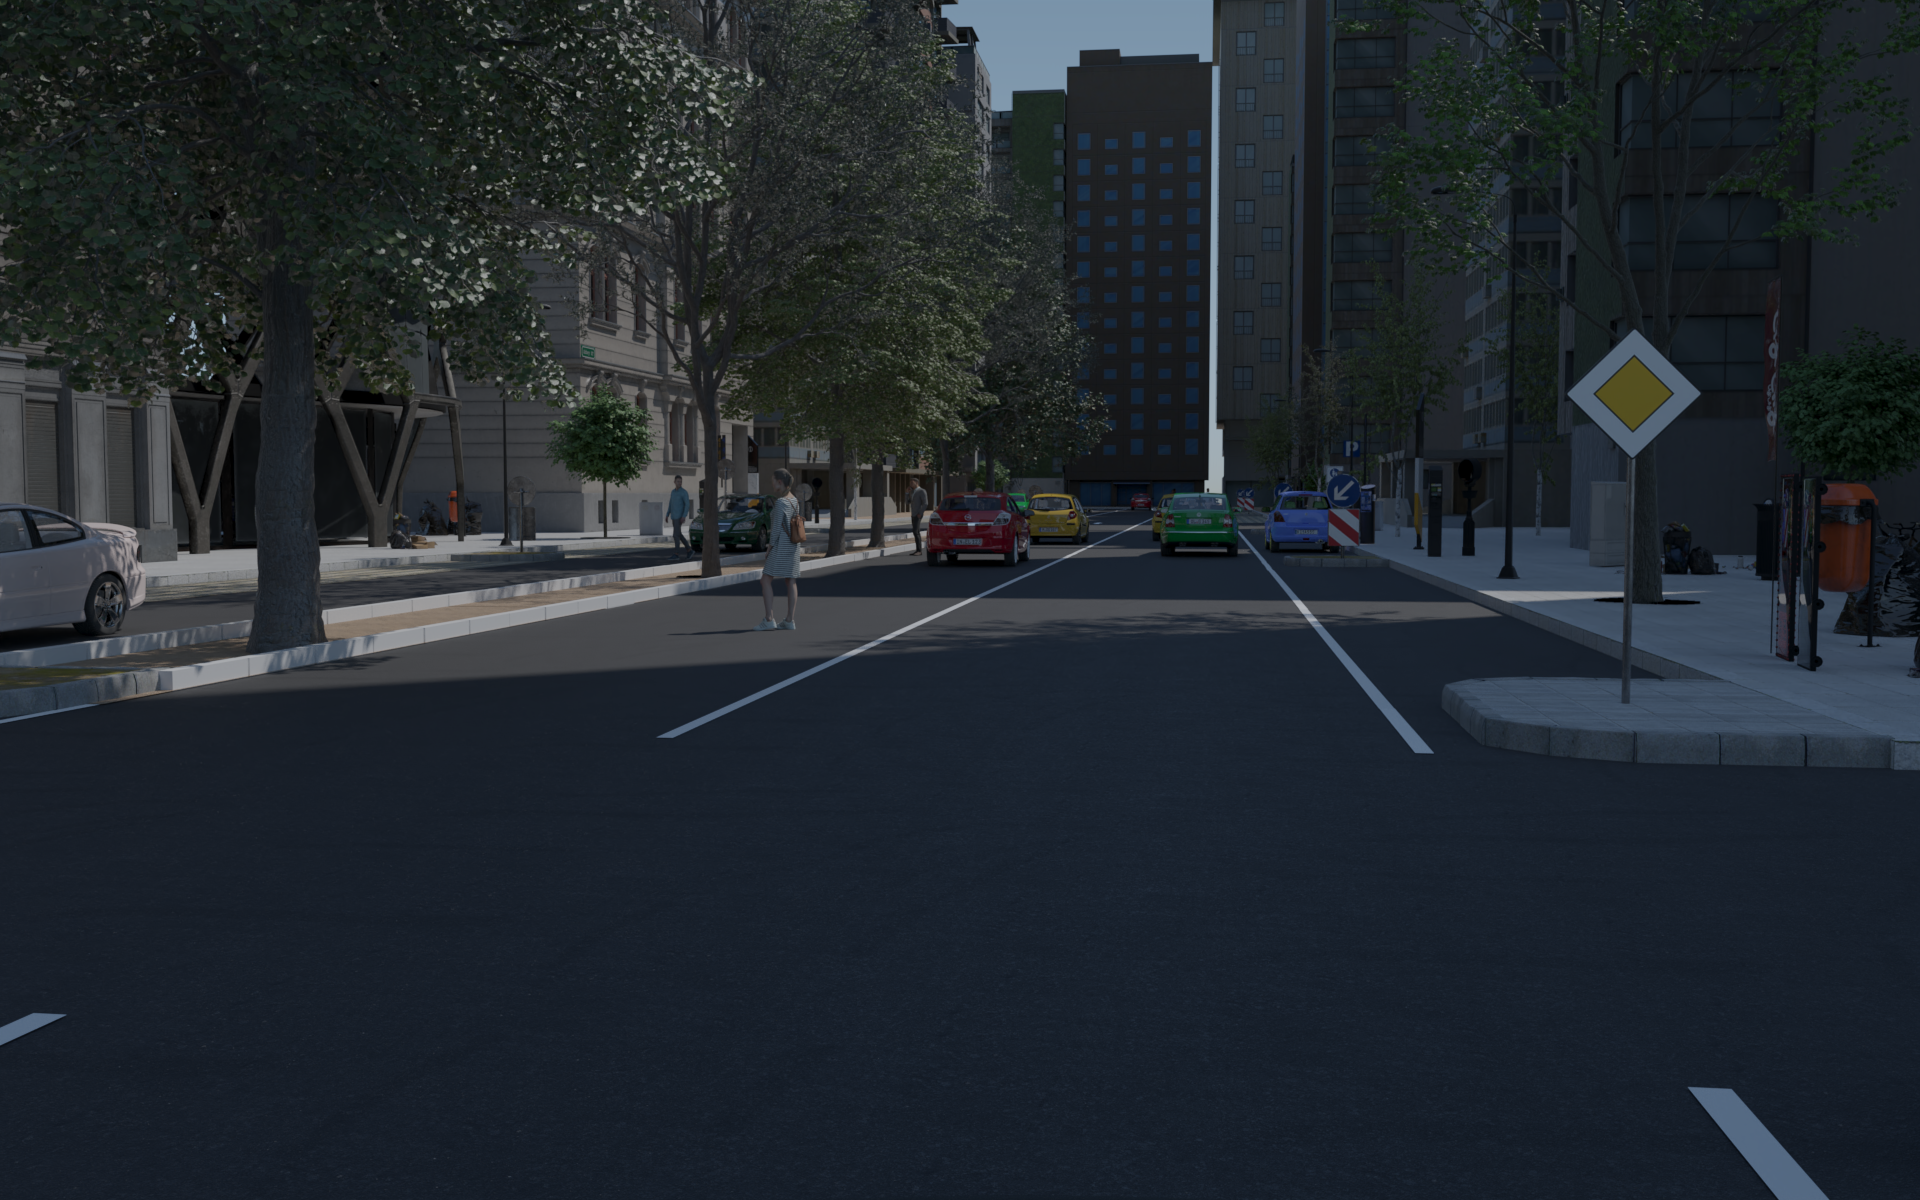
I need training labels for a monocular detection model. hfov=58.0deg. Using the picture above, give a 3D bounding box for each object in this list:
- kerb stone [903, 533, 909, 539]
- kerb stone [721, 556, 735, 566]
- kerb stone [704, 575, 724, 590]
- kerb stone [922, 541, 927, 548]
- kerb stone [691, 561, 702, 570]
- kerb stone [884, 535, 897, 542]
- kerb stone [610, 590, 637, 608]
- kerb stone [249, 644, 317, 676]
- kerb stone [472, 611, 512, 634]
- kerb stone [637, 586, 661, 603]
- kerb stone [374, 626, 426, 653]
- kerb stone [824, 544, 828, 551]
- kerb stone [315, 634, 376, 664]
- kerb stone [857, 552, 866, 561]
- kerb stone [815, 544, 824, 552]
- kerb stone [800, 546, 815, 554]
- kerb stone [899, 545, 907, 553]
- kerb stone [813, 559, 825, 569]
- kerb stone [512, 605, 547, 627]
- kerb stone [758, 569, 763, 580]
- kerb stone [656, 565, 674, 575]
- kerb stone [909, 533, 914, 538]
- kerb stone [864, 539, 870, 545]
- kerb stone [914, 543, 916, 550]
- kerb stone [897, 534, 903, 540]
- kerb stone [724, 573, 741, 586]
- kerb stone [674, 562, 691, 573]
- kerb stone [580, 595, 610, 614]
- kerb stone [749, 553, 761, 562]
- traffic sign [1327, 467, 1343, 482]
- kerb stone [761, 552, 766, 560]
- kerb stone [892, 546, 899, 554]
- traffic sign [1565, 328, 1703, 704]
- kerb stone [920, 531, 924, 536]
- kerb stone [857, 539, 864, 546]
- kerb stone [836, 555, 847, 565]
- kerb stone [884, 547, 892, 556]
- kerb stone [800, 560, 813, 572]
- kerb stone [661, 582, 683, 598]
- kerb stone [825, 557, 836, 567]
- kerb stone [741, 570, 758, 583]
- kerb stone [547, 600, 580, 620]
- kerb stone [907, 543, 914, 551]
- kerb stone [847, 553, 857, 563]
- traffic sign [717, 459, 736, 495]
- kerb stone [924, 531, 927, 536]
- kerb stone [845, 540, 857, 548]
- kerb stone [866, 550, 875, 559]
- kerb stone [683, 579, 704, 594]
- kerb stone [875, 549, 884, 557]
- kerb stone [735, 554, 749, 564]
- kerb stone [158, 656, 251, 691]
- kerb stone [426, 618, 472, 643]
[{"bbox_3d":[-1.854,-2.003,54.974,0.120,0.150,1.000,0,4,8],"label":"kerb stone"},{"bbox_3d":[-4.743,-0.759,34.680,0.120,0.150,1.000,0,4,8],"label":"kerb stone"},{"bbox_3d":[-3.818,-0.248,26.253,0.120,0.150,1.000,0,4,8],"label":"kerb stone"},{"bbox_3d":[-1.085,-1.426,45.508,0.120,0.150,1.000,0,4,8],"label":"kerb stone"},{"bbox_3d":[-5.033,-0.636,32.655,0.120,0.150,1.000,0,4,8],"label":"kerb stone"},{"bbox_3d":[-2.150,-1.881,52.949,0.120,0.150,1.000,0,4,8],"label":"kerb stone"},{"bbox_3d":[-4.399,0.000,22.192,0.120,0.150,1.000,0,4,8],"label":"kerb stone"},{"bbox_3d":[-5.558,0.498,14.083,0.120,0.150,1.000,0,4,8],"label":"kerb stone"},{"bbox_3d":[-4.974,0.248,18.135,0.120,0.150,1.000,0,4,8],"label":"kerb stone"},{"bbox_3d":[-4.261,-0.062,23.205,0.120,0.150,1.000,0,4,8],"label":"kerb stone"},{"bbox_3d":[-5.270,0.372,16.107,0.120,0.150,1.000,0,4,8],"label":"kerb stone"},{"bbox_3d":[-3.446,-1.322,43.807,0.120,0.150,1.000,0,4,8],"label":"kerb stone"},{"bbox_3d":[-5.409,0.434,15.094,0.120,0.150,1.000,0,4,8],"label":"kerb stone"},{"bbox_3d":[-2.230,-0.930,37.398,0.120,0.150,1.000,0,4,8],"label":"kerb stone"},{"bbox_3d":[-3.589,-1.258,42.795,0.120,0.150,1.000,0,4,8],"label":"kerb stone"},{"bbox_3d":[-3.732,-1.195,41.777,0.120,0.150,1.000,0,4,8],"label":"kerb stone"},{"bbox_3d":[-1.516,-1.240,42.471,0.120,0.150,1.000,0,4,8],"label":"kerb stone"},{"bbox_3d":[-2.810,-0.682,33.345,0.120,0.150,1.000,0,4,8],"label":"kerb stone"},{"bbox_3d":[-4.836,0.189,19.148,0.120,0.150,1.000,0,4,8],"label":"kerb stone"},{"bbox_3d":[-3.388,-0.434,29.290,0.120,0.150,1.000,0,4,8],"label":"kerb stone"},{"bbox_3d":[-5.316,-0.514,30.630,0.120,0.150,1.000,0,4,8],"label":"kerb stone"},{"bbox_3d":[-1.705,-2.063,55.986,0.120,0.150,1.000,0,4,8],"label":"kerb stone"},{"bbox_3d":[-2.723,-1.629,48.875,0.120,0.150,1.000,0,4,8],"label":"kerb stone"},{"bbox_3d":[-1.226,-1.364,44.495,0.120,0.150,1.000,0,4,8],"label":"kerb stone"},{"bbox_3d":[-1.990,-1.943,53.959,0.120,0.150,1.000,0,4,8],"label":"kerb stone"},{"bbox_3d":[-3.678,-0.310,27.266,0.120,0.150,1.000,0,4,8],"label":"kerb stone"},{"bbox_3d":[-5.175,-0.572,31.643,0.120,0.150,1.000,0,4,8],"label":"kerb stone"},{"bbox_3d":[-4.546,0.062,21.179,0.120,0.150,1.000,0,4,8],"label":"kerb stone"},{"bbox_3d":[-4.456,-0.887,36.705,0.120,0.150,1.000,0,4,8],"label":"kerb stone"},{"bbox_3d":[13.873,-3.794,64.156,0.606,2.300,0.079,1,4,15],"label":"traffic sign"},{"bbox_3d":[-4.309,-0.949,37.717,0.120,0.150,1.000,0,4,8],"label":"kerb stone"},{"bbox_3d":[-1.657,-1.175,41.459,0.120,0.150,1.000,0,4,8],"label":"kerb stone"},{"bbox_3d":[4.076,-0.422,10.550,0.795,2.450,0.064,0,4,8],"label":"traffic sign"},{"bbox_3d":[-1.422,-2.186,58.015,0.120,0.150,1.000,0,4,8],"label":"kerb stone"},{"bbox_3d":[-2.867,-1.570,47.863,0.120,0.150,1.000,0,4,8],"label":"kerb stone"},{"bbox_3d":[-2.525,-0.806,35.372,0.120,0.150,1.000,0,4,8],"label":"kerb stone"},{"bbox_3d":[-1.790,-1.113,40.445,0.120,0.150,1.000,0,4,8],"label":"kerb stone"},{"bbox_3d":[-2.957,-0.620,32.331,0.120,0.150,1.000,0,4,8],"label":"kerb stone"},{"bbox_3d":[-4.111,-0.124,24.217,0.120,0.150,1.000,0,4,8],"label":"kerb stone"},{"bbox_3d":[-2.672,-0.741,34.359,0.120,0.150,1.000,0,4,8],"label":"kerb stone"},{"bbox_3d":[-3.534,-0.367,28.278,0.120,0.150,1.000,0,4,8],"label":"kerb stone"},{"bbox_3d":[-4.686,0.124,20.162,0.120,0.150,1.000,0,4,8],"label":"kerb stone"},{"bbox_3d":[-1.368,-1.302,43.483,0.120,0.150,1.000,0,4,8],"label":"kerb stone"},{"bbox_3d":[-2.383,-0.868,36.387,0.120,0.150,1.000,0,4,8],"label":"kerb stone"},{"bbox_3d":[-8.412,-3.795,62.149,0.768,2.556,0.104,1,4,15],"label":"traffic sign"},{"bbox_3d":[-1.269,-2.253,59.025,0.120,0.150,1.000,0,4,8],"label":"kerb stone"},{"bbox_3d":[-3.011,-1.508,46.849,0.120,0.150,1.000,0,4,8],"label":"kerb stone"},{"bbox_3d":[-2.087,-0.992,38.414,0.120,0.150,1.000,0,4,8],"label":"kerb stone"},{"bbox_3d":[-3.972,-0.186,25.240,0.120,0.150,1.000,0,4,8],"label":"kerb stone"},{"bbox_3d":[-1.945,-1.052,39.428,0.120,0.150,1.000,0,4,8],"label":"kerb stone"},{"bbox_3d":[-4.594,-0.825,35.692,0.120,0.150,1.000,0,4,8],"label":"kerb stone"},{"bbox_3d":[-5.702,0.559,13.069,0.120,0.150,1.000,0,4,8],"label":"kerb stone"},{"bbox_3d":[-5.121,0.310,17.123,0.120,0.150,1.000,0,4,8],"label":"kerb stone"}]
